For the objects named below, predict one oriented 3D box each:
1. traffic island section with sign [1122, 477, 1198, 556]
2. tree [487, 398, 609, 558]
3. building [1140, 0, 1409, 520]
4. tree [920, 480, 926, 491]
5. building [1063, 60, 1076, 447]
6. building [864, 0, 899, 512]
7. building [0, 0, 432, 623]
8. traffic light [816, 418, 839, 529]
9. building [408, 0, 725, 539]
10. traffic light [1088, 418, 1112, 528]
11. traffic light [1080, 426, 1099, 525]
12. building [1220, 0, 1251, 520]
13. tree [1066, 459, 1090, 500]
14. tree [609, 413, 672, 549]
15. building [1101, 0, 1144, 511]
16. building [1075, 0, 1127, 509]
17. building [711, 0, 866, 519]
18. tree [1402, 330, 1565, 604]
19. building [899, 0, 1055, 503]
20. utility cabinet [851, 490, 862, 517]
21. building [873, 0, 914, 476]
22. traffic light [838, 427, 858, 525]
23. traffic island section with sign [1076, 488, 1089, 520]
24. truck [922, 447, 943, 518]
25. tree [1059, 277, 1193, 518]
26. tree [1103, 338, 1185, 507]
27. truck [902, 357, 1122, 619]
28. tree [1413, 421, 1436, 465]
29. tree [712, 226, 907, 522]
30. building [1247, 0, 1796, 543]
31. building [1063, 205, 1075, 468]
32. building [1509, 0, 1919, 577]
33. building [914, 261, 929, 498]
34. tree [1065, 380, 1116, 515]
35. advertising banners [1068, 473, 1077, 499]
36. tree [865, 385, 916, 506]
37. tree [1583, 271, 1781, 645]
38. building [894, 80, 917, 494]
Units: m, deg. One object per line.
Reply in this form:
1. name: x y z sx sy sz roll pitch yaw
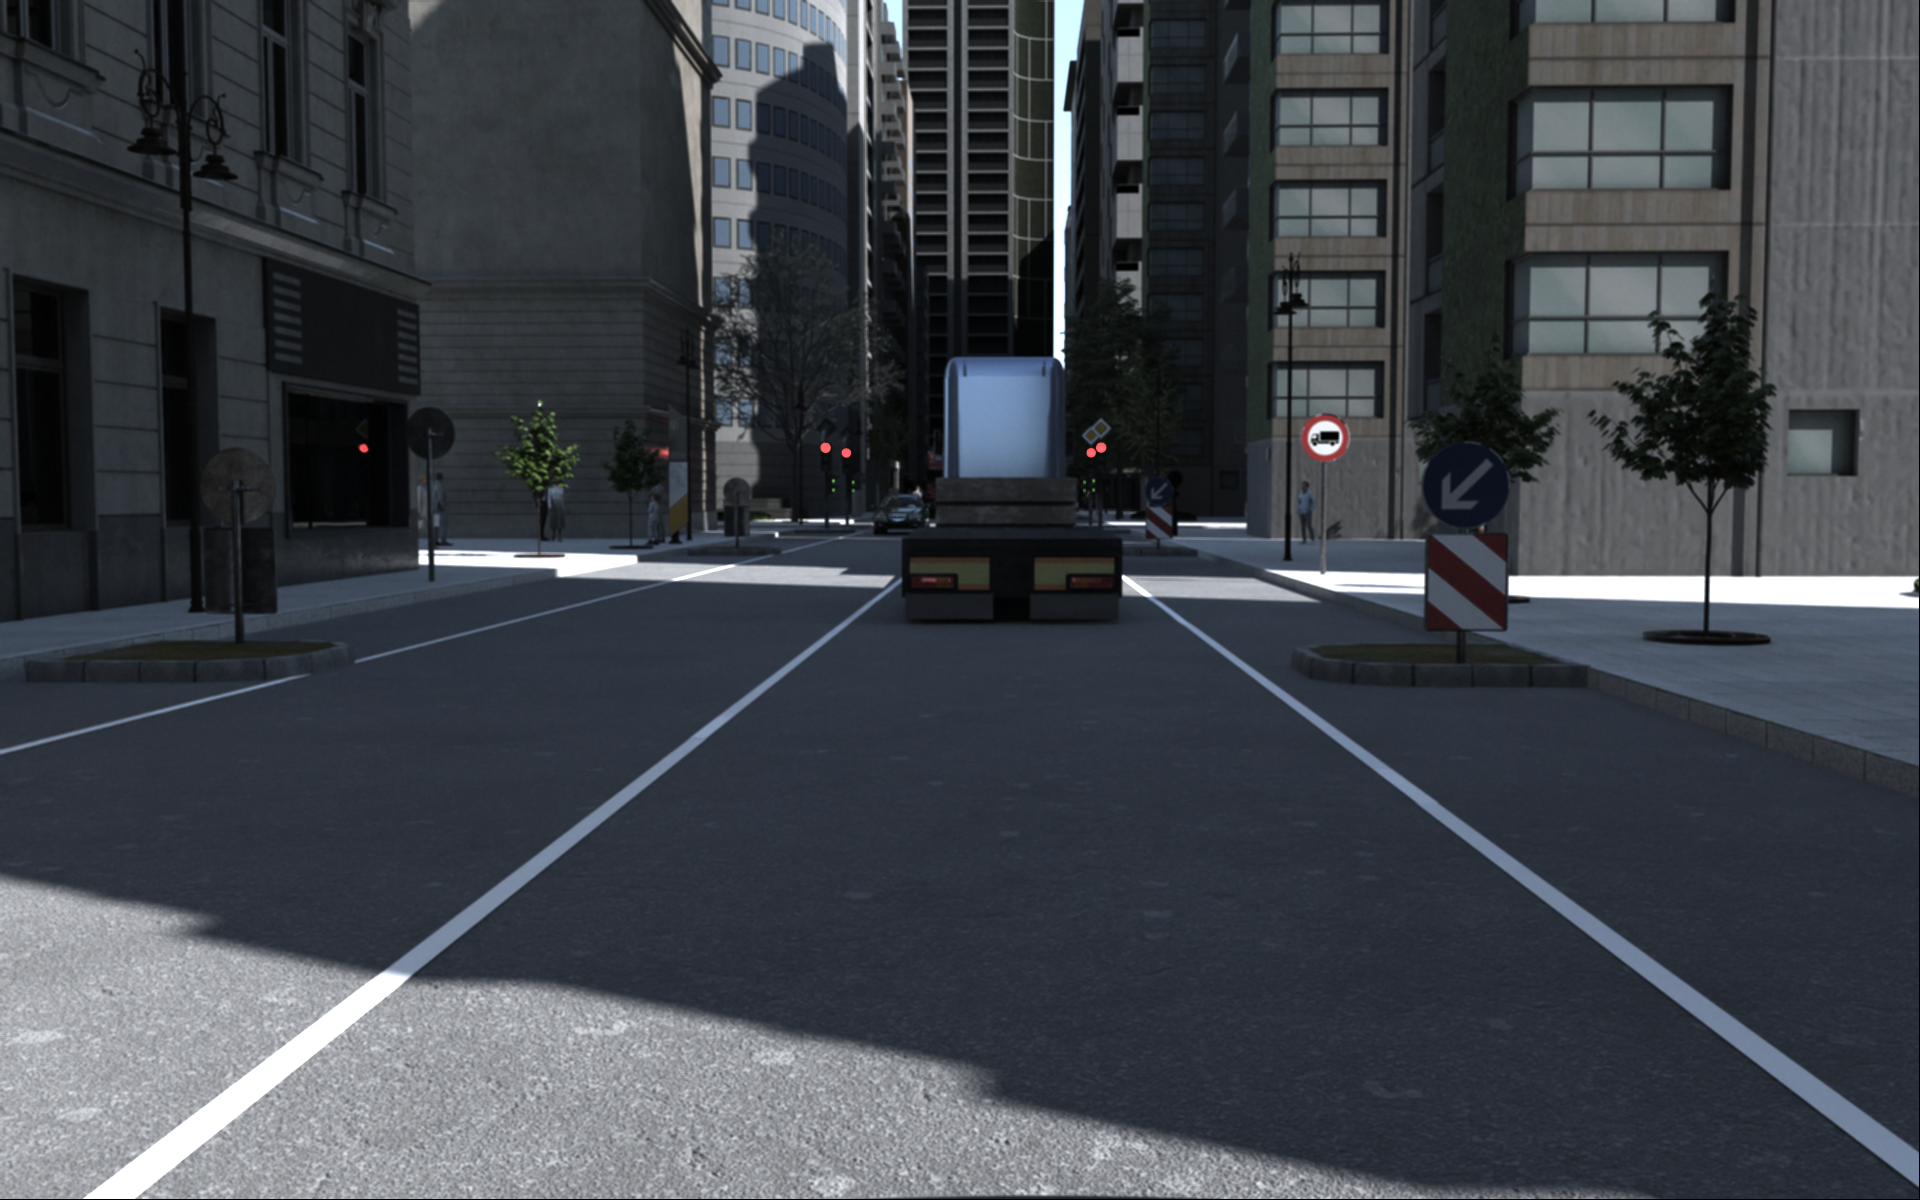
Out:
1. traffic island section with sign: 4.510 -1.965 40.760 1.989 1.847 2.006 0 4 2
2. tree: -8.434 -2.479 35.136 1.663 3.219 1.824 0 3 0
3. building: 17.816 -25.684 103.526 14.154 41.232 14.086 0 4 2
4. tree: -3.389 -12.096 192.368 1.663 3.219 1.824 0 3 0
5. building: 26.994 -37.774 206.844 28.713 52.752 27.495 0 4 2
6. building: -14.860 -42.317 130.129 20.563 71.187 20.611 0 4 2
7. building: -17.635 -14.266 9.662 17.030 29.872 44.131 0 4 2
8. traffic light: -4.907 -4.588 63.926 0.839 4.253 0.868 0 4 2
9. building: -25.706 -14.507 56.278 34.723 24.649 14.460 0 4 2
10. traffic light: 5.150 -4.570 63.644 0.839 4.253 0.868 0 4 2
11. traffic light: 5.388 -5.058 71.626 0.839 4.253 0.868 0 4 2
12. building: 27.881 -28.298 82.289 30.456 49.044 23.786 0 4 2
13. tree: 10.279 -10.131 149.347 4.285 4.588 4.351 0 3 0
14. tree: -7.838 -2.818 40.676 1.663 3.219 1.824 0 3 0
15. building: 24.733 -33.179 131.718 28.713 52.752 27.495 0 4 2
16. building: 21.832 -32.891 161.474 21.300 48.544 21.600 0 4 2
17. building: -17.092 -34.019 98.217 21.231 58.520 28.212 0 4 2
18. tree: 6.390 -1.589 20.582 1.663 3.219 1.824 0 3 0
19. building: 2.787 -49.040 240.057 20.611 71.187 20.563 0 4 2
20. utility cabinet: -5.662 -5.270 94.850 0.318 1.500 1.173 1 4 12
21. building: -16.657 -33.195 162.354 23.786 49.044 30.456 0 4 2
22. traffic light: -4.669 -5.076 71.908 0.839 4.253 0.868 0 4 2
23. traffic island section with sign: 6.188 -5.409 97.064 1.989 1.847 2.006 0 4 2
24. truck: -0.567 -7.135 105.569 2.839 4.237 11.283 0 4 3
25. tree: 8.359 -10.592 91.303 7.486 12.596 7.792 0 3 0
26. tree: 8.778 -7.988 80.971 4.737 8.622 4.395 0 3 0
27. truck: 0.756 -2.356 28.275 2.967 4.110 18.799 0 4 1
28. tree: 13.712 -3.778 45.488 4.285 4.588 4.351 0 3 0
29. tree: -7.634 -10.338 79.399 12.009 13.543 11.850 0 3 0
30. building: 16.035 -22.682 54.443 14.154 41.232 14.086 0 4 2
31. building: 21.378 -33.869 237.356 14.086 41.232 14.154 0 4 2
32. building: 15.928 -21.333 32.392 14.154 41.232 14.086 0 4 2
33. building: -10.901 -27.113 214.999 14.107 30.474 14.160 0 4 2
34. tree: 8.336 -9.669 108.445 4.360 8.622 3.978 0 3 0
35. advertising banners: 9.209 -8.932 142.219 0.090 3.025 2.074 -1 4 -18
36. tree: -5.344 -10.200 117.126 4.737 8.622 4.395 0 3 0
37. tree: 6.630 -1.259 15.188 1.663 3.219 1.824 0 3 0
38. building: -12.047 -32.692 184.627 14.600 45.320 14.200 0 4 2
